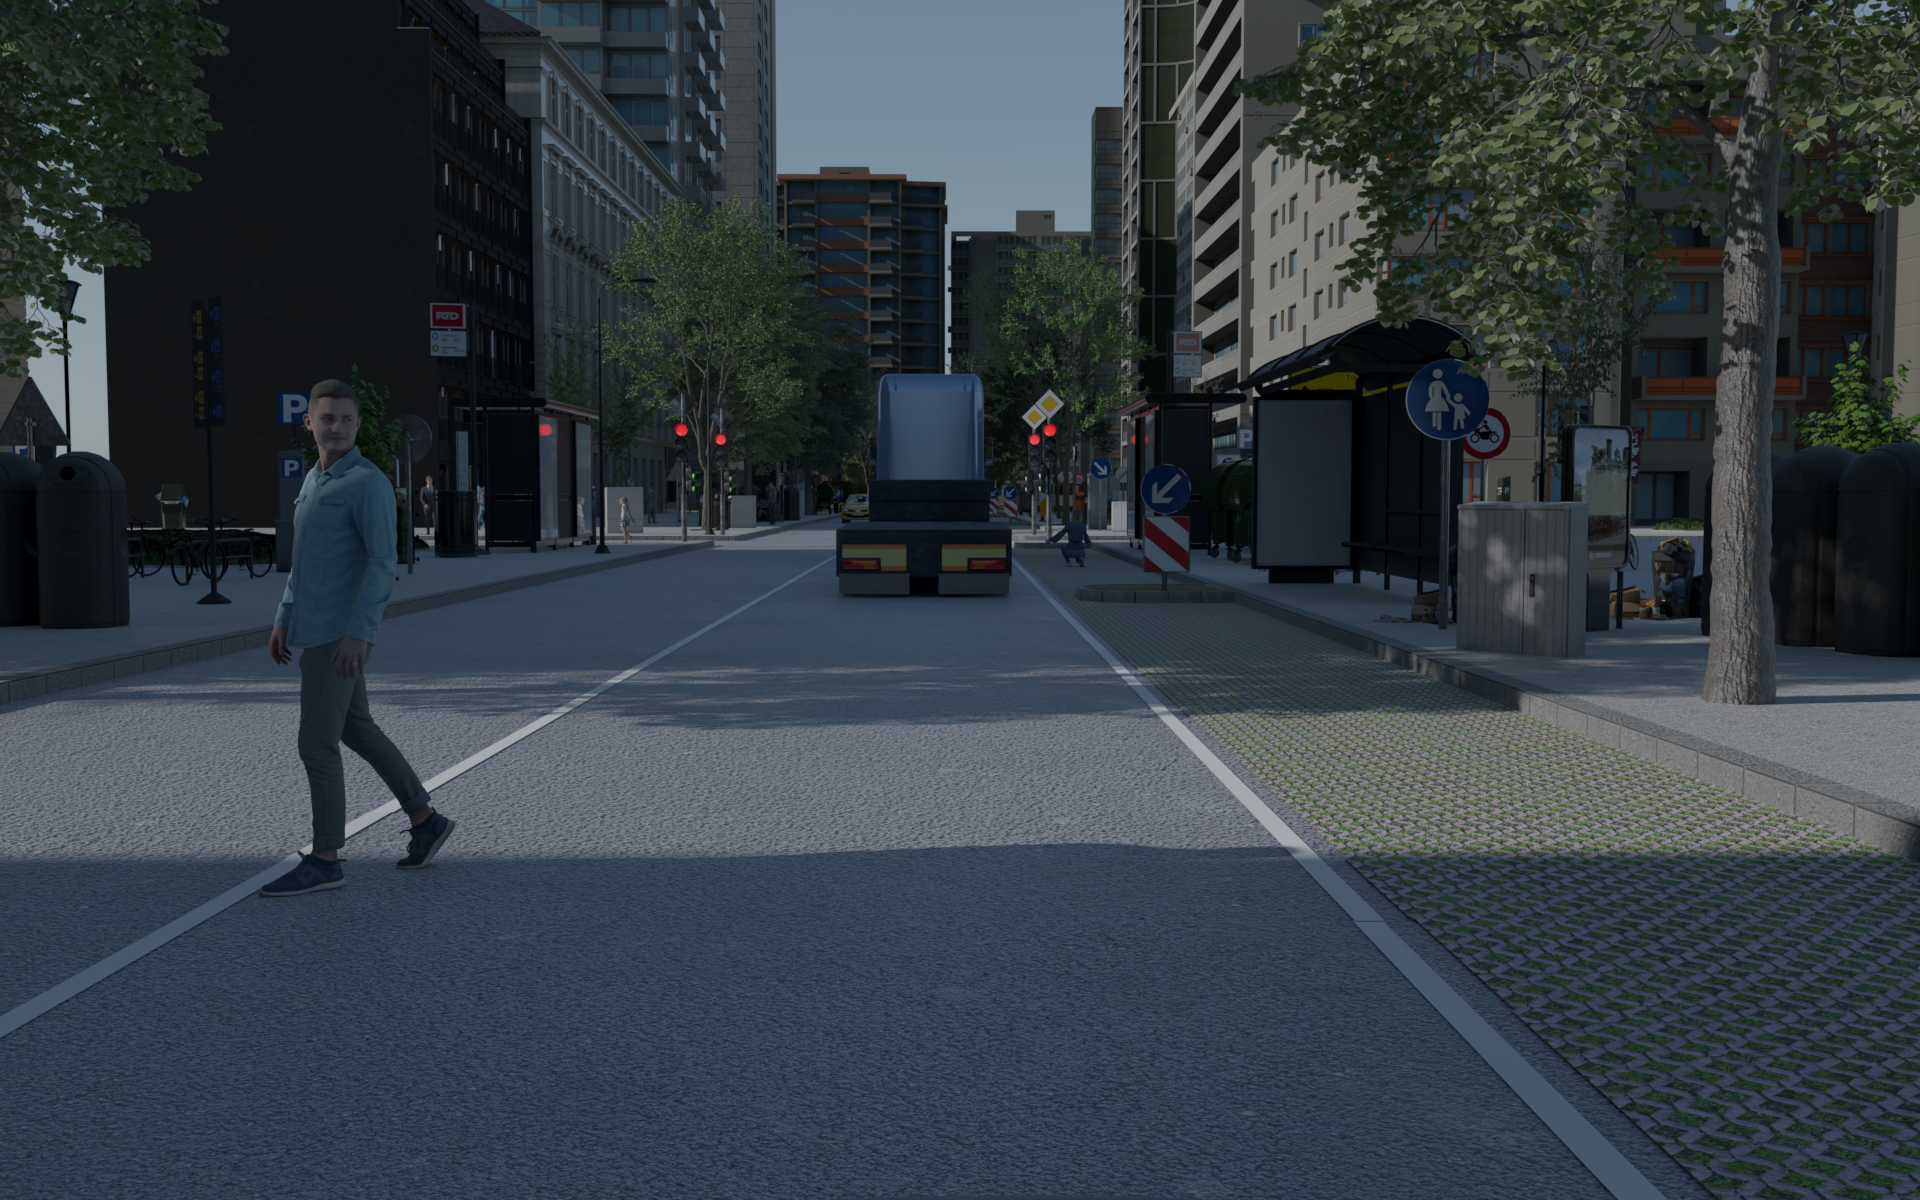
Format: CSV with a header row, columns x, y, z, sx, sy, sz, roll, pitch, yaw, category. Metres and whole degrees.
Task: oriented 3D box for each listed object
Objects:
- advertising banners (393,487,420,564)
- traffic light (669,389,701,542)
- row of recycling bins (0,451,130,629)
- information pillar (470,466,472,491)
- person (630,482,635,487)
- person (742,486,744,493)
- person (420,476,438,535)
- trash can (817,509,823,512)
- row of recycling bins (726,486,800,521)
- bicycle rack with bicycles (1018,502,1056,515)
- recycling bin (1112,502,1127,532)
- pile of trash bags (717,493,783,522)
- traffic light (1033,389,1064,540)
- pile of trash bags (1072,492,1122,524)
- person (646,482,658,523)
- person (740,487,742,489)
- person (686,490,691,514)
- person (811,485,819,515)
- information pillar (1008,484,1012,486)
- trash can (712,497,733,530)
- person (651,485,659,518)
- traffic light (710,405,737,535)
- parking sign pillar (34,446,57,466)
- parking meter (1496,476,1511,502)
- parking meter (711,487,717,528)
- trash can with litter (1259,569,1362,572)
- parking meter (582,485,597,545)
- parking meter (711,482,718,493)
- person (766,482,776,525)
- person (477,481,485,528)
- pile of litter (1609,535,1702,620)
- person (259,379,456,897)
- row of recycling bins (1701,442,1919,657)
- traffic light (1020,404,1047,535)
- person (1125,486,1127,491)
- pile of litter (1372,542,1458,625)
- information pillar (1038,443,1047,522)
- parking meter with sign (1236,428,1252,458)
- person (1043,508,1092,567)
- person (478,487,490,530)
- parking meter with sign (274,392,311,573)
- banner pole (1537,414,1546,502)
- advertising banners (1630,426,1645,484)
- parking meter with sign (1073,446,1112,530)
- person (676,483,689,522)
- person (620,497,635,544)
x,y,z,sx,sy,sz,roll,pitch,yaw,category
-10.539,-2.132,31.053,0.090,3.025,2.074,2,4,30,advertising banners
-7.382,-3.515,46.395,0.839,4.253,0.868,0,4,0,traffic light
-9.837,-0.611,17.096,3.534,1.692,1.069,1,4,11,row of recycling bins
-12.779,-2.465,44.789,0.304,2.012,0.304,0,4,-8,information pillar
-13.540,-3.991,71.524,0.478,1.798,0.641,0,4,7,person
-15.455,-7.113,122.150,0.655,1.846,0.447,-1,4,-16,person
-16.626,-2.977,54.486,0.659,1.850,0.755,-2,4,-30,person
-10.274,-6.981,125.789,0.748,1.137,0.748,0,3,0,trash can
-9.486,-4.667,83.413,3.534,1.692,1.069,0,4,-1,row of recycling bins
4.520,-5.897,109.801,2.852,0.926,2.925,-2,4,-35,bicycle rack with bicycles
5.564,-2.819,58.652,0.722,1.027,0.722,1,4,19,recycling bin
-9.879,-4.233,78.960,3.447,1.369,1.912,-2,4,-27,pile of trash bags
2.379,-3.521,46.487,0.839,4.253,0.868,0,4,0,traffic light
5.778,-3.961,74.513,1.912,1.369,3.447,2,4,31,pile of trash bags
-13.527,-4.288,76.325,0.466,1.800,0.511,2,4,33,person
-14.987,-6.791,117.643,0.480,1.755,0.524,3,5,43,person
-17.413,-6.380,110.379,0.654,1.822,0.581,-2,4,-25,person
-8.949,-6.199,107.202,0.447,1.846,0.655,0,4,6,person
3.676,-7.540,127.779,0.304,2.012,0.304,0,4,0,information pillar
-8.541,-3.095,62.259,0.748,1.137,0.748,0,3,0,trash can
-16.094,-5.202,91.364,0.520,1.790,0.573,1,4,10,person
-7.444,-4.004,54.380,0.839,4.253,0.868,0,4,0,traffic light
-24.342,-3.525,46.101,1.447,3.967,1.447,-2,4,-23,parking sign pillar
17.477,-3.058,55.708,0.399,1.863,0.255,-2,4,-25,parking meter
-9.252,-3.440,64.653,0.372,1.533,0.369,0,3,0,parking meter
6.082,-1.103,29.090,2.233,1.210,1.678,0,4,-2,trash can with litter
-9.406,-2.169,43.872,0.372,1.533,0.369,0,3,0,parking meter
-11.710,-4.677,82.185,0.399,1.863,0.255,2,4,31,parking meter
-7.928,-4.067,72.715,0.473,1.802,0.592,0,4,-2,person
-18.017,-3.576,64.768,0.793,1.790,0.793,1,4,20,person
7.244,-0.255,18.137,1.719,0.858,1.176,-1,4,-9,pile of litter
-2.200,0.123,6.345,0.748,1.841,0.638,-2,4,-32,person
7.507,-0.443,14.348,1.069,1.692,3.534,-1,4,-16,row of recycling bins
2.316,-4.009,54.472,0.839,4.253,0.868,0,4,0,traffic light
10.001,-5.971,104.098,0.576,1.772,0.534,2,4,23,person
5.057,-0.214,17.466,1.719,0.858,1.176,1,4,19,pile of litter
3.875,-5.426,80.067,0.504,3.616,0.183,-3,5,-42,information pillar
7.694,-2.993,45.195,0.543,3.016,1.738,0,4,-8,parking meter with sign
2.143,-1.217,33.898,1.012,1.151,0.738,0,4,-4,person
-17.045,-3.412,62.180,0.623,1.781,0.721,1,4,11,person
-11.206,-2.006,29.052,0.543,3.016,1.738,-1,4,-16,parking meter with sign
18.185,-3.924,54.175,0.401,3.779,0.863,3,4,36,banner pole
16.861,-3.012,45.435,2.074,3.025,0.090,3,4,37,advertising banners
4.976,-4.055,62.553,1.738,3.016,0.543,0,4,-3,parking meter with sign
-12.733,-4.475,79.403,0.583,1.804,0.606,0,4,-8,person
-8.563,-2.046,44.509,0.382,1.210,0.505,0,4,-2,person
